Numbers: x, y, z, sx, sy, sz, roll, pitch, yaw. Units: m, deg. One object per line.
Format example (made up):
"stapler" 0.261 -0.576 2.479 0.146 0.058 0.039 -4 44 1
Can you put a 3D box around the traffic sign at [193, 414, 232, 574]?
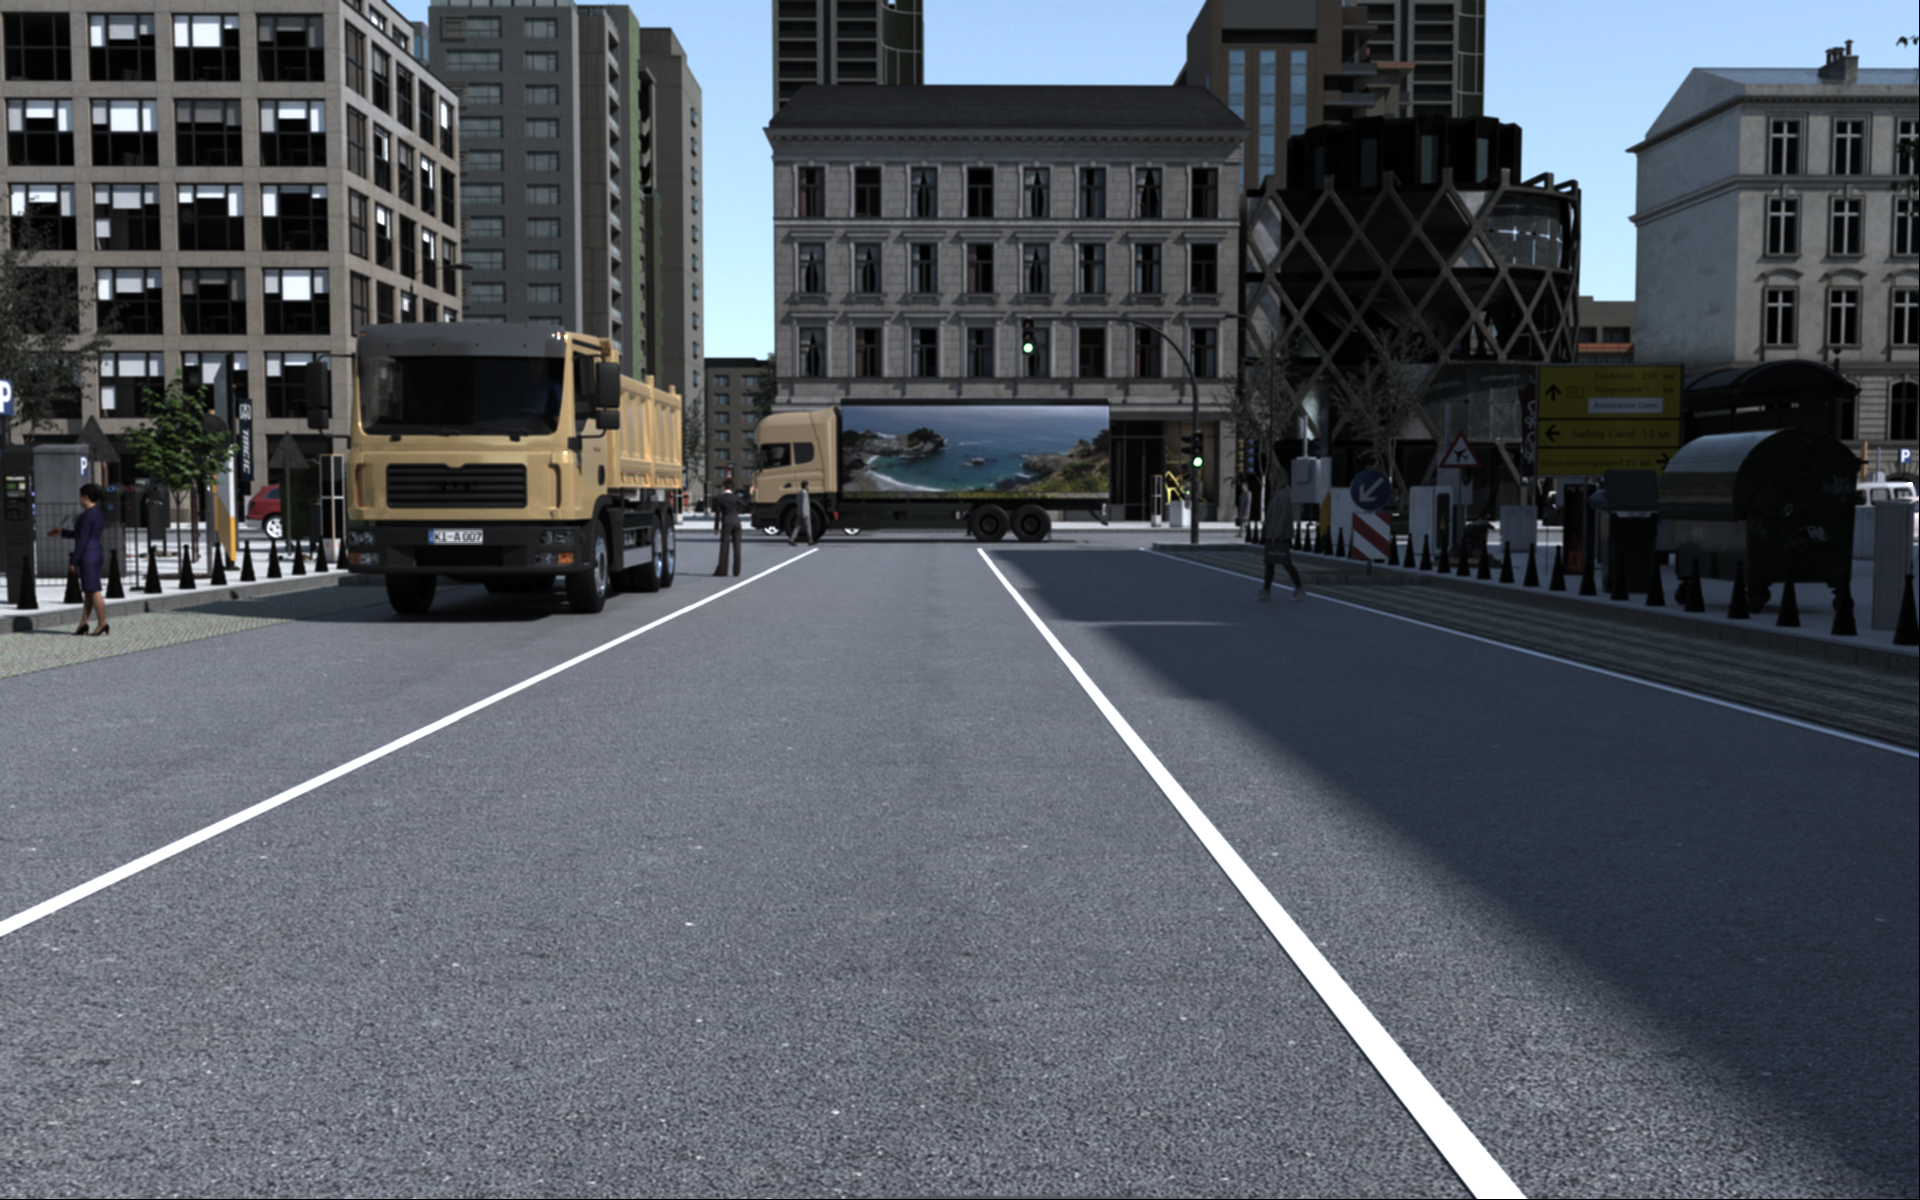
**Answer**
"traffic sign" -11.915 -1.672 27.437 0.768 2.556 0.104 0 4 3

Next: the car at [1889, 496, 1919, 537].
"car" 28.581 -2.432 52.132 4.827 1.381 2.083 0 4 -2

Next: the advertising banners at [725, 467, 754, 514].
"advertising banners" -14.147 -7.080 111.942 2.074 3.025 0.090 0 4 7

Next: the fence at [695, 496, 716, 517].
"fence" -14.215 -5.400 99.491 2.264 1.192 0.480 -1 4 -10

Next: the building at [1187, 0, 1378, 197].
"building" 27.837 -30.775 153.274 14.600 45.320 14.200 0 4 -1

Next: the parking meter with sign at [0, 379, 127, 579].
"parking meter with sign" -13.681 -1.842 26.375 1.738 3.016 0.543 0 4 -5

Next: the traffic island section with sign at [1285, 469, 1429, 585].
"traffic island section with sign" 6.338 -1.183 27.975 1.989 1.847 2.006 0 4 -1

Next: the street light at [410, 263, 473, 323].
"street light" -10.505 -3.822 35.034 1.470 5.913 1.316 0 4 -1

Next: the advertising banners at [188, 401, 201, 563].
"advertising banners" -14.351 -2.214 32.383 0.090 3.025 2.074 -1 4 -20

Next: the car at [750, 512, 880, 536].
"car" -5.033 -3.132 60.247 4.494 1.783 2.155 0 4 -2

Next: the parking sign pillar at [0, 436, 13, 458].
"parking sign pillar" -40.380 -5.207 73.610 1.447 3.967 1.447 -2 4 -24

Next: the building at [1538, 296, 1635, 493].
"building" 62.028 -20.333 177.481 28.899 21.520 27.650 0 4 -1

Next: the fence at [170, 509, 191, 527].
"fence" -30.952 -3.245 68.434 2.069 0.683 0.278 3 4 39

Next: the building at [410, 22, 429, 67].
"building" -64.338 -34.078 176.781 30.456 49.044 23.786 0 4 -1

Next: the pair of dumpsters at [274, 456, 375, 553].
"pair of dumpsters" -14.220 -2.276 39.703 1.574 2.255 4.437 0 4 -1

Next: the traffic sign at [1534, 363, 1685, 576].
"traffic sign" 10.076 -2.024 26.965 2.265 3.308 0.079 0 4 2

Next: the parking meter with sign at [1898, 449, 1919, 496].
"parking meter with sign" 36.547 -4.258 65.881 0.543 3.016 1.738 -1 4 -16

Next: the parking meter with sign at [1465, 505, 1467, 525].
"parking meter with sign" 19.055 -4.290 66.394 0.543 3.016 1.738 2 4 27

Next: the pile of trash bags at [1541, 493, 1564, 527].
"pile of trash bags" 25.136 -3.631 69.114 3.447 1.369 1.912 0 4 2

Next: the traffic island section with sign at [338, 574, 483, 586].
"traffic island section with sign" -8.634 -1.167 27.700 1.989 1.847 2.006 0 4 -1

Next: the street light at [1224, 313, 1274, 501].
"street light" 7.499 -4.413 44.696 1.470 5.913 1.316 0 4 -1

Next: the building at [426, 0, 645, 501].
"building" -33.977 -27.946 140.505 14.154 41.232 14.086 0 4 -1

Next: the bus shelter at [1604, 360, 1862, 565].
"bus shelter" 12.519 -2.138 28.880 2.014 3.302 5.546 0 4 -1

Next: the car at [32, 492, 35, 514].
"car" -30.614 -2.914 57.228 3.694 1.707 1.945 0 4 -2

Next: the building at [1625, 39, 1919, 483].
"building" 52.832 -16.303 85.638 34.723 24.649 14.460 0 4 -1

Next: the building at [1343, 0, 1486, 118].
"building" 63.783 -49.503 247.627 20.611 71.187 20.563 0 4 -1

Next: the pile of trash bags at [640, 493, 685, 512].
"pile of trash bags" -20.807 -6.584 117.407 3.447 1.369 1.912 2 4 24

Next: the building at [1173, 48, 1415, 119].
"building" 32.248 -31.818 174.852 22.147 44.769 28.867 0 4 -1

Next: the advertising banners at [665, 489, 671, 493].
"advertising banners" -21.963 -8.194 130.159 0.090 3.025 2.074 0 4 5

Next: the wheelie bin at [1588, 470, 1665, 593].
"wheelie bin" 8.684 -0.898 22.589 0.980 1.594 0.693 1 4 9

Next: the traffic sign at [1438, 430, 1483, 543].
"traffic sign" 10.166 -2.155 35.245 0.884 2.594 0.081 0 4 5

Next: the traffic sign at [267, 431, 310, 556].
"traffic sign" -13.880 -2.189 35.789 0.884 2.594 0.081 0 4 0

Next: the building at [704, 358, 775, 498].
"building" -40.477 -24.800 250.526 28.899 21.520 27.650 0 4 -1

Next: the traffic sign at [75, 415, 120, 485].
"traffic sign" -14.254 -1.742 28.478 0.884 2.594 0.081 0 4 2

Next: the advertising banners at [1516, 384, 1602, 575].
"advertising banners" 9.834 -1.907 27.370 2.074 3.025 0.090 1 4 9

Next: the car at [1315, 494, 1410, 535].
"car" 13.240 -2.708 54.054 4.222 1.686 2.009 0 4 -2

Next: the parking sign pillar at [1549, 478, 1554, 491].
"parking sign pillar" 44.385 -8.623 129.462 1.447 3.967 1.447 -3 5 -43

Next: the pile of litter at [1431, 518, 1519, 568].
"pile of litter" 8.964 -1.007 30.438 1.176 0.858 1.719 -2 4 -26

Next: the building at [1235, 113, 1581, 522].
"building" 21.463 -13.372 86.080 16.811 18.784 16.820 0 4 -1

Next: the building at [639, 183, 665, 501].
"building" -34.835 -23.495 155.851 14.160 30.474 14.107 0 4 -1

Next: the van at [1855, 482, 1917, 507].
"van" 29.947 -3.138 58.322 4.112 2.044 2.013 0 4 -1

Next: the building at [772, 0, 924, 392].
"building" -15.417 -49.411 246.127 20.611 71.187 20.563 0 4 -1

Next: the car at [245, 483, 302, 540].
"car" -19.747 -2.817 54.738 5.304 1.827 2.281 0 4 -2

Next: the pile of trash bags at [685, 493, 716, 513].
"pile of trash bags" -17.930 -6.805 121.010 3.447 1.369 1.912 -2 4 -35

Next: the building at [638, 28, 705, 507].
"building" -38.328 -33.914 178.194 21.600 48.544 21.300 0 4 -1

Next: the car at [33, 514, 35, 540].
"car" -29.396 -2.388 51.629 3.894 1.354 1.945 0 3 0

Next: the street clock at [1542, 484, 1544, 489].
"street clock" 41.846 -7.296 123.861 0.471 2.002 0.358 2 4 24

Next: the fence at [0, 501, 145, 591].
"fence" -11.915 -0.698 22.619 2.264 1.192 0.480 -2 4 -27

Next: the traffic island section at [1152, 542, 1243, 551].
"traffic island section" 6.081 -1.377 44.802 2.009 0.180 2.903 0 4 -1

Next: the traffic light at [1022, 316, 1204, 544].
"traffic light" 3.950 -4.272 44.515 4.771 5.953 1.251 0 4 -1

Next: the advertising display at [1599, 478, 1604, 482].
"advertising display" 15.283 -2.132 40.077 0.974 1.923 0.123 2 4 27
